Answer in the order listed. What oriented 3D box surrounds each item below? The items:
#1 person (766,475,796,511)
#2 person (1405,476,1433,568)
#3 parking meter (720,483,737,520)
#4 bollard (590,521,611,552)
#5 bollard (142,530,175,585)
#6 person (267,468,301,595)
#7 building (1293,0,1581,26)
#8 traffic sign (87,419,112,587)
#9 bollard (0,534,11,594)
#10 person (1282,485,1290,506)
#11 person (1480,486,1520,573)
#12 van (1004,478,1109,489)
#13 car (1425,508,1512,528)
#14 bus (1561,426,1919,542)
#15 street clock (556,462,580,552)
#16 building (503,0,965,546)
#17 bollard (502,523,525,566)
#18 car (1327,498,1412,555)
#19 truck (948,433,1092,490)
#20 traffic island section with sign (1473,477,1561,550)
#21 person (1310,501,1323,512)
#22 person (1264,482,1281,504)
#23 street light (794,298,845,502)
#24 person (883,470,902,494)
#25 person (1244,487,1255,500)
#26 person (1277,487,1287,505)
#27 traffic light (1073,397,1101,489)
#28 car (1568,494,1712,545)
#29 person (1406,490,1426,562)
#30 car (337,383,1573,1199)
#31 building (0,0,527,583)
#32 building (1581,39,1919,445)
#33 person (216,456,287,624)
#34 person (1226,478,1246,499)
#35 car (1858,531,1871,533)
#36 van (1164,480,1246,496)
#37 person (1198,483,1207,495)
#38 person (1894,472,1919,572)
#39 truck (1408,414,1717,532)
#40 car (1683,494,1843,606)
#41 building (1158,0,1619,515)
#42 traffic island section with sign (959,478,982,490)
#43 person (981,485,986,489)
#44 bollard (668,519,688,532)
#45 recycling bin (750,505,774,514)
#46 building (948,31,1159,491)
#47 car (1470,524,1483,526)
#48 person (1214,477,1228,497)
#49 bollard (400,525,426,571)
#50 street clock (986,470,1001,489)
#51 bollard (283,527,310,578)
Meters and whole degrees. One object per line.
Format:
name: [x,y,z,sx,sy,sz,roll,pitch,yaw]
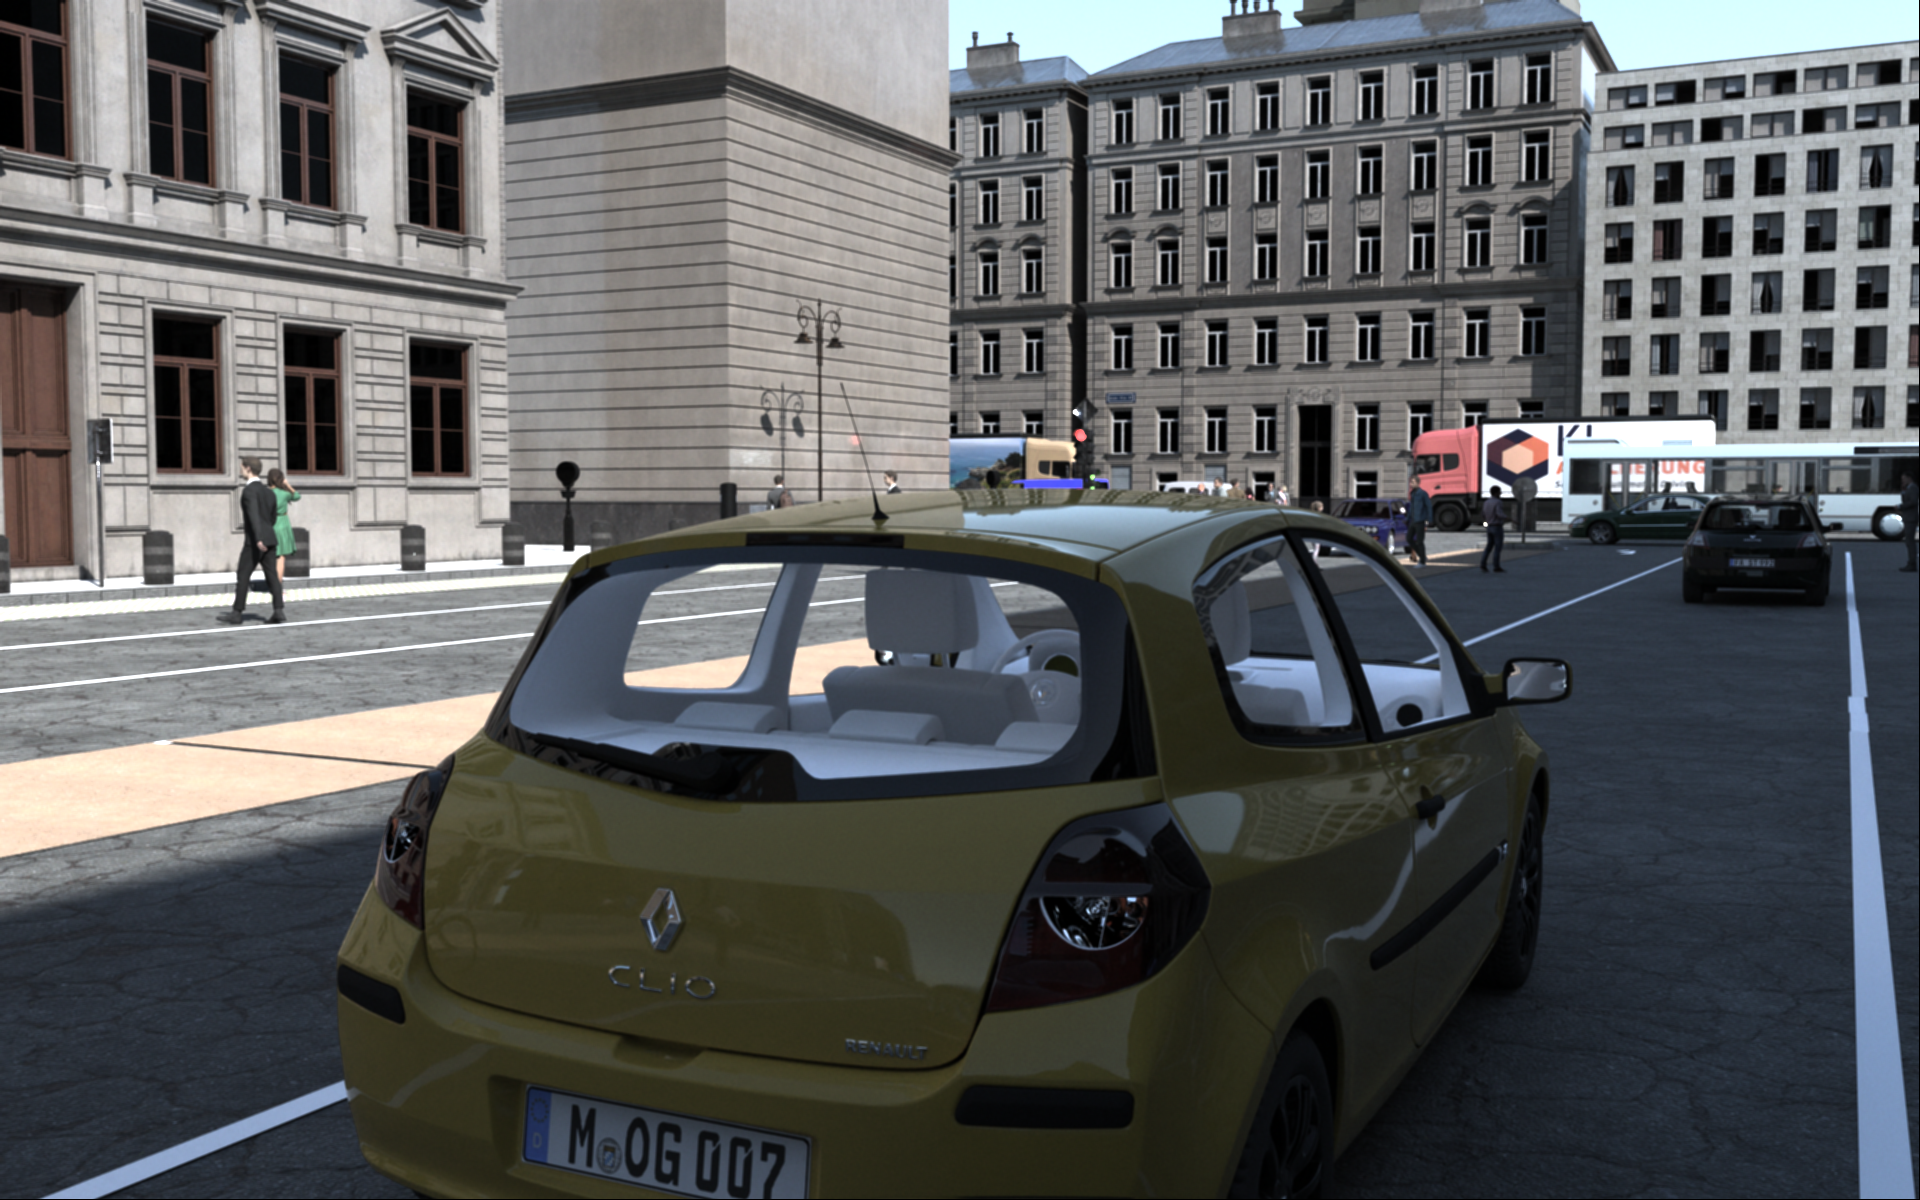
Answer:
person: [-3.743,-1.698,36.224,0.622,1.834,0.822,0,4,-8]
person: [8.877,-1.505,33.449,0.444,1.785,0.601,-1,4,-12]
parking meter: [-5.223,-1.877,39.107,0.372,1.533,0.369,0,3,0]
bollard: [-6.897,-1.133,33.249,0.404,0.777,0.398,0,3,0]
bollard: [-11.350,-0.600,24.523,0.404,0.777,0.398,0,3,0]
person: [-9.655,-0.961,24.457,0.600,1.795,0.529,0,4,-6]
building: [41.295,-32.289,151.630,21.300,48.544,21.600,2,4,27]
traffic sign: [-11.781,-1.320,23.715,0.606,2.300,0.079,2,4,34]
bollard: [-12.474,-0.466,22.328,0.404,0.777,0.398,0,3,0]
person: [13.743,-3.991,73.934,0.709,1.800,0.728,3,5,43]
person: [9.732,-1.284,31.457,0.435,1.587,0.963,-2,4,-23]
van: [3.520,-4.086,71.192,5.245,2.365,2.240,2,4,28]
car: [21.017,-3.907,72.677,4.718,1.807,1.959,2,4,27]
bus: [25.958,-3.631,54.222,13.247,3.499,2.948,2,4,26]
street clock: [-8.733,-2.083,38.621,0.471,2.002,0.358,1,4,11]
building: [-13.581,-15.502,50.717,25.104,27.353,12.463,2,4,27]
bollard: [-8.012,-1.000,31.070,0.404,0.777,0.398,0,3,0]
car: [9.591,-1.722,40.734,1.945,1.354,3.894,2,4,27]
truck: [1.315,-5.639,81.110,11.283,4.237,2.839,2,4,26]
traffic island section with sign: [14.578,-2.260,45.093,2.006,1.907,1.989,2,4,27]
person: [6.621,-1.185,32.162,0.394,1.301,0.425,-2,4,-30]
person: [10.664,-3.094,58.895,0.655,1.846,0.447,0,4,-4]
street light: [-3.321,-4.177,41.088,0.468,5.910,1.993,2,4,27]
person: [-1.201,-1.355,30.426,0.755,1.850,0.659,0,4,-4]
person: [8.765,-2.640,53.132,0.593,1.643,0.415,1,4,10]
person: [11.821,-3.327,63.835,0.436,1.711,0.756,-2,4,-28]
traffic light: [3.628,-3.751,50.257,0.839,4.253,0.868,2,4,27]
car: [19.737,-2.265,48.823,4.920,1.459,2.131,2,4,29]
person: [9.599,-1.555,36.292,0.453,1.535,0.546,-2,4,-31]
car: [0.402,0.360,4.343,2.015,1.641,3.980,2,4,26]
building: [-17.754,-11.665,26.886,11.583,22.565,21.152,2,4,27]
building: [37.700,-13.660,78.098,16.860,20.320,10.420,2,4,27]
person: [-7.800,-0.659,19.056,0.755,1.850,0.659,1,4,11]
person: [7.128,-2.211,44.560,0.656,1.842,0.836,-2,4,-33]
car: [32.187,-3.384,64.372,4.494,1.783,2.155,2,4,27]
van: [8.627,-3.027,56.508,4.112,2.044,2.013,2,4,28]
person: [7.321,-2.680,52.863,0.434,1.755,0.990,-1,4,-19]
person: [17.589,-1.460,32.174,0.447,1.846,0.655,2,4,26]
truck: [21.809,-4.604,64.184,11.283,4.237,2.839,2,4,25]
car: [10.993,-0.856,23.782,2.009,1.686,4.222,2,4,27]
building: [19.875,-17.849,89.096,25.104,27.353,12.463,2,4,27]
traffic island section with sign: [0.010,-2.079,42.624,1.989,1.847,2.006,2,4,27]
person: [1.019,-3.982,73.734,0.434,1.807,0.598,3,4,36]
bollard: [-5.774,-1.268,35.450,0.404,0.777,0.398,0,3,0]
recycling bin: [-4.349,-1.668,39.830,0.722,1.027,0.722,-3,5,-43]
building: [-2.701,-18.548,100.530,25.104,27.353,12.463,2,4,27]
car: [21.944,-4.020,78.093,4.827,1.381,2.083,2,4,28]
person: [5.826,-1.846,38.774,0.391,1.810,0.635,0,4,1]
bollard: [-9.123,-0.867,28.888,0.404,0.777,0.398,0,3,0]
street clock: [1.012,-2.939,52.618,0.358,2.002,0.471,-2,4,-33]
bollard: [-10.240,-0.734,26.710,0.404,0.777,0.398,0,3,0]
